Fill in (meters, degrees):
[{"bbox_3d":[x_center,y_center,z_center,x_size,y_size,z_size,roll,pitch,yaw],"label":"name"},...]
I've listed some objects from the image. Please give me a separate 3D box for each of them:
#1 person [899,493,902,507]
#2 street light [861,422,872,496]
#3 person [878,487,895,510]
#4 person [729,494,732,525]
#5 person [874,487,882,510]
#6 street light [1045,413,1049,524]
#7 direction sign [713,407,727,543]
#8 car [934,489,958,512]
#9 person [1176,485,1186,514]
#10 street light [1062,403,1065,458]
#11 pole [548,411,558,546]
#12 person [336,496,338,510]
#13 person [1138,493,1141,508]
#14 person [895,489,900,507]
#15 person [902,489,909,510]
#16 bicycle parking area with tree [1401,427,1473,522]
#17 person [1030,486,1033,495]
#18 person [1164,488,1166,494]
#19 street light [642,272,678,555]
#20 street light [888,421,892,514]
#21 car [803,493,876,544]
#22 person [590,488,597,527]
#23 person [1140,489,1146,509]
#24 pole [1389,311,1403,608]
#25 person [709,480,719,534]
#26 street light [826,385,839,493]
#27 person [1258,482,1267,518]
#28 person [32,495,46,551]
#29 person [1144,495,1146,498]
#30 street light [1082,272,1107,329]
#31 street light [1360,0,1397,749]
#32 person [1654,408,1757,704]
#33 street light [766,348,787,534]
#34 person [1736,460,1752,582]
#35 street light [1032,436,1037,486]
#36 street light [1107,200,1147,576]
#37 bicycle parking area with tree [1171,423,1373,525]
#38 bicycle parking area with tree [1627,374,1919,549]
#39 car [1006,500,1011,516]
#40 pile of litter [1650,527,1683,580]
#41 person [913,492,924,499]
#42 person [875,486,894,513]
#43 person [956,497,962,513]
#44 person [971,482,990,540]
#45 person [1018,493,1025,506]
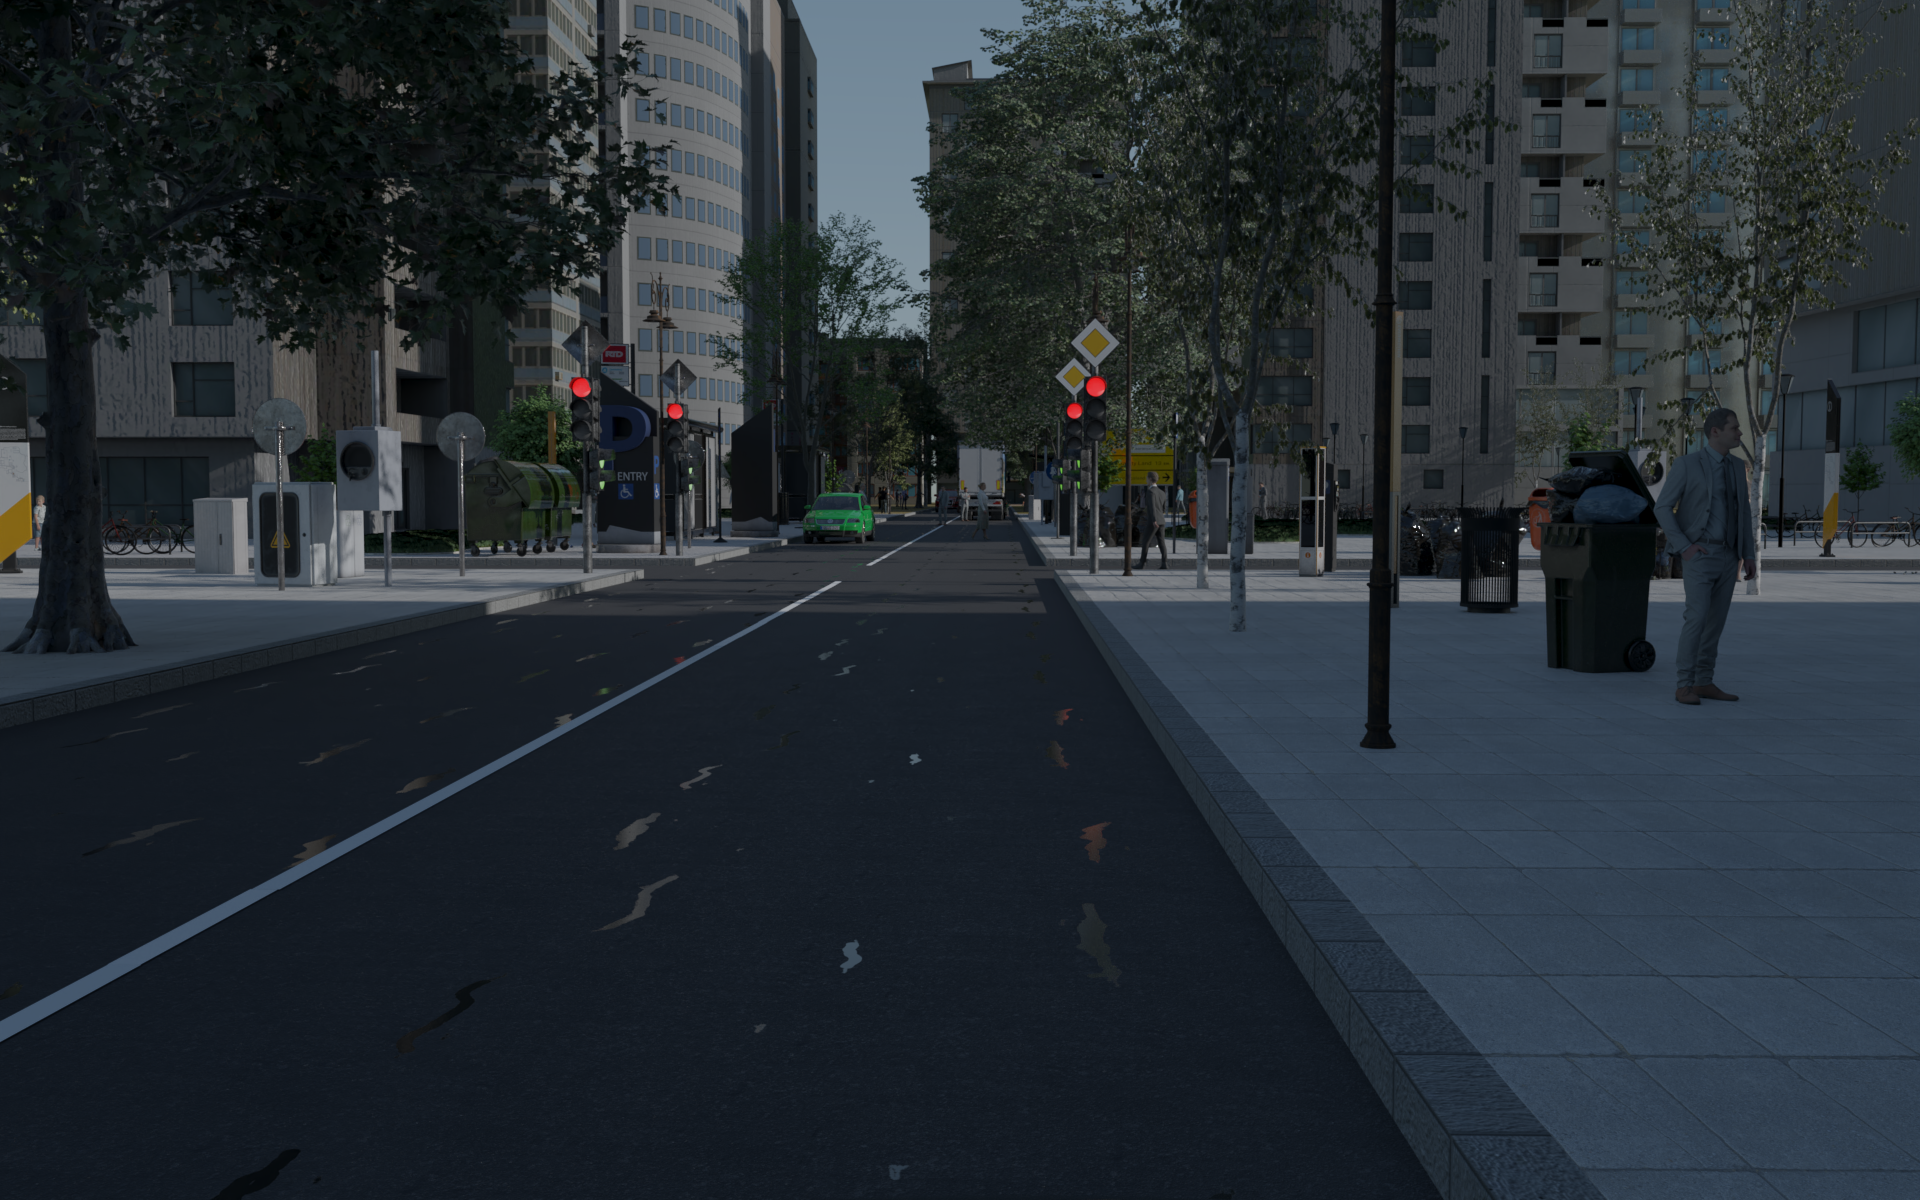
[{"bbox_3d":[-5.887,-10.068,173.877,0.599,1.433,0.991,0,4,3],"label":"person"},{"bbox_3d":[-4.930,-7.271,91.666,0.468,5.910,1.993,0,4,1],"label":"street light"},{"bbox_3d":[-5.730,-7.833,134.114,1.348,1.823,0.705,1,4,14],"label":"person"},{"bbox_3d":[-9.269,-4.056,72.245,0.818,1.842,0.514,3,5,42],"label":"person"},{"bbox_3d":[-6.463,-8.187,139.524,0.705,1.869,1.348,-3,4,-37],"label":"person"},{"bbox_3d":[3.689,-6.170,73.663,0.468,5.910,1.993,0,4,1],"label":"street light"},{"bbox_3d":[-6.340,-3.285,45.712,0.379,3.537,0.876,-1,4,-11],"label":"direction sign"},{"bbox_3d":[-0.914,-7.884,137.583,2.281,1.827,5.304,0,4,1],"label":"car"},{"bbox_3d":[14.114,-6.424,110.943,0.638,1.841,0.748,-2,4,-34],"label":"person"},{"bbox_3d":[3.312,-5.053,55.397,0.468,5.910,1.993,0,4,1],"label":"street light"},{"bbox_3d":[-10.071,-2.996,42.824,0.158,3.312,0.155,0,3,0],"label":"pole"},{"bbox_3d":[-15.980,-2.039,44.055,0.362,1.253,0.373,-3,5,-43],"label":"person"},{"bbox_3d":[16.469,-9.179,159.381,0.557,1.426,1.065,-3,5,-42],"label":"person"},{"bbox_3d":[-6.278,-10.369,176.022,0.568,1.767,0.683,1,4,10],"label":"person"},{"bbox_3d":[-4.451,-8.302,141.653,0.599,1.838,0.709,3,5,43],"label":"person"},{"bbox_3d":[24.050,-5.376,74.905,8.231,4.147,9.016,0,4,0],"label":"bicycle parking area with tree"},{"bbox_3d":[4.533,-6.152,106.730,0.694,1.812,0.767,-3,5,-41],"label":"person"},{"bbox_3d":[15.432,-7.602,131.054,0.721,1.743,1.217,0,4,3],"label":"person"},{"bbox_3d":[-6.234,-3.879,36.207,0.468,5.910,1.993,0,4,1],"label":"street light"},{"bbox_3d":[-4.488,-8.417,110.405,0.468,5.910,1.993,0,4,1],"label":"street light"},{"bbox_3d":[-3.569,-2.614,51.534,1.959,1.807,4.718,0,4,3],"label":"car"},{"bbox_3d":[-14.059,-3.681,66.768,0.519,1.759,0.362,-2,4,-33],"label":"person"},{"bbox_3d":[15.566,-8.616,147.580,0.621,1.740,0.551,-1,4,-19],"label":"person"},{"bbox_3d":[4.850,-1.567,19.469,0.158,3.312,0.155,0,3,0],"label":"pole"},{"bbox_3d":[-7.993,-3.035,55.840,0.466,1.800,0.511,-2,4,-30],"label":"person"},{"bbox_3d":[-5.387,-6.154,73.403,0.468,5.910,1.993,0,4,1],"label":"street light"},{"bbox_3d":[14.353,-4.674,82.276,0.447,1.846,0.655,-1,4,-10],"label":"person"},{"bbox_3d":[-20.775,-1.738,39.137,0.352,1.250,0.332,3,5,43],"label":"person"},{"bbox_3d":[15.356,-8.155,139.005,1.348,1.869,0.705,2,4,29],"label":"person"},{"bbox_3d":[2.824,-3.886,36.321,0.468,5.910,1.993,0,4,1],"label":"street light"},{"bbox_3d":[2.122,-2.191,8.616,0.468,5.910,1.993,0,4,1],"label":"street light"},{"bbox_3d":[4.648,-0.282,10.756,0.635,1.810,0.391,-2,4,-28],"label":"person"},{"bbox_3d":[-5.828,-5.037,55.139,0.468,5.910,1.993,0,4,1],"label":"street light"},{"bbox_3d":[11.335,-1.155,25.264,0.599,1.781,0.374,1,4,15],"label":"person"},{"bbox_3d":[4.643,-8.404,110.189,0.468,5.910,1.993,0,4,1],"label":"street light"},{"bbox_3d":[2.619,-3.308,26.879,0.468,5.910,1.993,0,4,1],"label":"street light"},{"bbox_3d":[12.456,-5.050,69.562,8.231,4.147,9.016,1,4,11],"label":"bicycle parking area with tree"},{"bbox_3d":[19.058,-3.485,43.983,9.016,4.147,8.231,0,4,-5],"label":"bicycle parking area with tree"},{"bbox_3d":[2.391,-6.540,116.720,2.009,1.686,4.222,0,4,3],"label":"car"},{"bbox_3d":[10.432,-0.759,26.368,1.719,0.858,1.176,-1,4,-10],"label":"pile of litter"},{"bbox_3d":[-4.174,-10.581,179.050,1.348,1.824,0.705,-2,4,-24],"label":"person"},{"bbox_3d":[-5.029,-6.639,114.608,1.348,1.822,0.705,1,4,22],"label":"person"},{"bbox_3d":[0.065,-7.398,130.008,0.990,1.755,0.434,3,5,43],"label":"person"},{"bbox_3d":[0.647,-2.794,54.402,0.641,1.798,0.478,2,4,28],"label":"person"},{"bbox_3d":[6.601,-10.646,183.293,0.799,1.438,0.628,-3,5,-45],"label":"person"}]
